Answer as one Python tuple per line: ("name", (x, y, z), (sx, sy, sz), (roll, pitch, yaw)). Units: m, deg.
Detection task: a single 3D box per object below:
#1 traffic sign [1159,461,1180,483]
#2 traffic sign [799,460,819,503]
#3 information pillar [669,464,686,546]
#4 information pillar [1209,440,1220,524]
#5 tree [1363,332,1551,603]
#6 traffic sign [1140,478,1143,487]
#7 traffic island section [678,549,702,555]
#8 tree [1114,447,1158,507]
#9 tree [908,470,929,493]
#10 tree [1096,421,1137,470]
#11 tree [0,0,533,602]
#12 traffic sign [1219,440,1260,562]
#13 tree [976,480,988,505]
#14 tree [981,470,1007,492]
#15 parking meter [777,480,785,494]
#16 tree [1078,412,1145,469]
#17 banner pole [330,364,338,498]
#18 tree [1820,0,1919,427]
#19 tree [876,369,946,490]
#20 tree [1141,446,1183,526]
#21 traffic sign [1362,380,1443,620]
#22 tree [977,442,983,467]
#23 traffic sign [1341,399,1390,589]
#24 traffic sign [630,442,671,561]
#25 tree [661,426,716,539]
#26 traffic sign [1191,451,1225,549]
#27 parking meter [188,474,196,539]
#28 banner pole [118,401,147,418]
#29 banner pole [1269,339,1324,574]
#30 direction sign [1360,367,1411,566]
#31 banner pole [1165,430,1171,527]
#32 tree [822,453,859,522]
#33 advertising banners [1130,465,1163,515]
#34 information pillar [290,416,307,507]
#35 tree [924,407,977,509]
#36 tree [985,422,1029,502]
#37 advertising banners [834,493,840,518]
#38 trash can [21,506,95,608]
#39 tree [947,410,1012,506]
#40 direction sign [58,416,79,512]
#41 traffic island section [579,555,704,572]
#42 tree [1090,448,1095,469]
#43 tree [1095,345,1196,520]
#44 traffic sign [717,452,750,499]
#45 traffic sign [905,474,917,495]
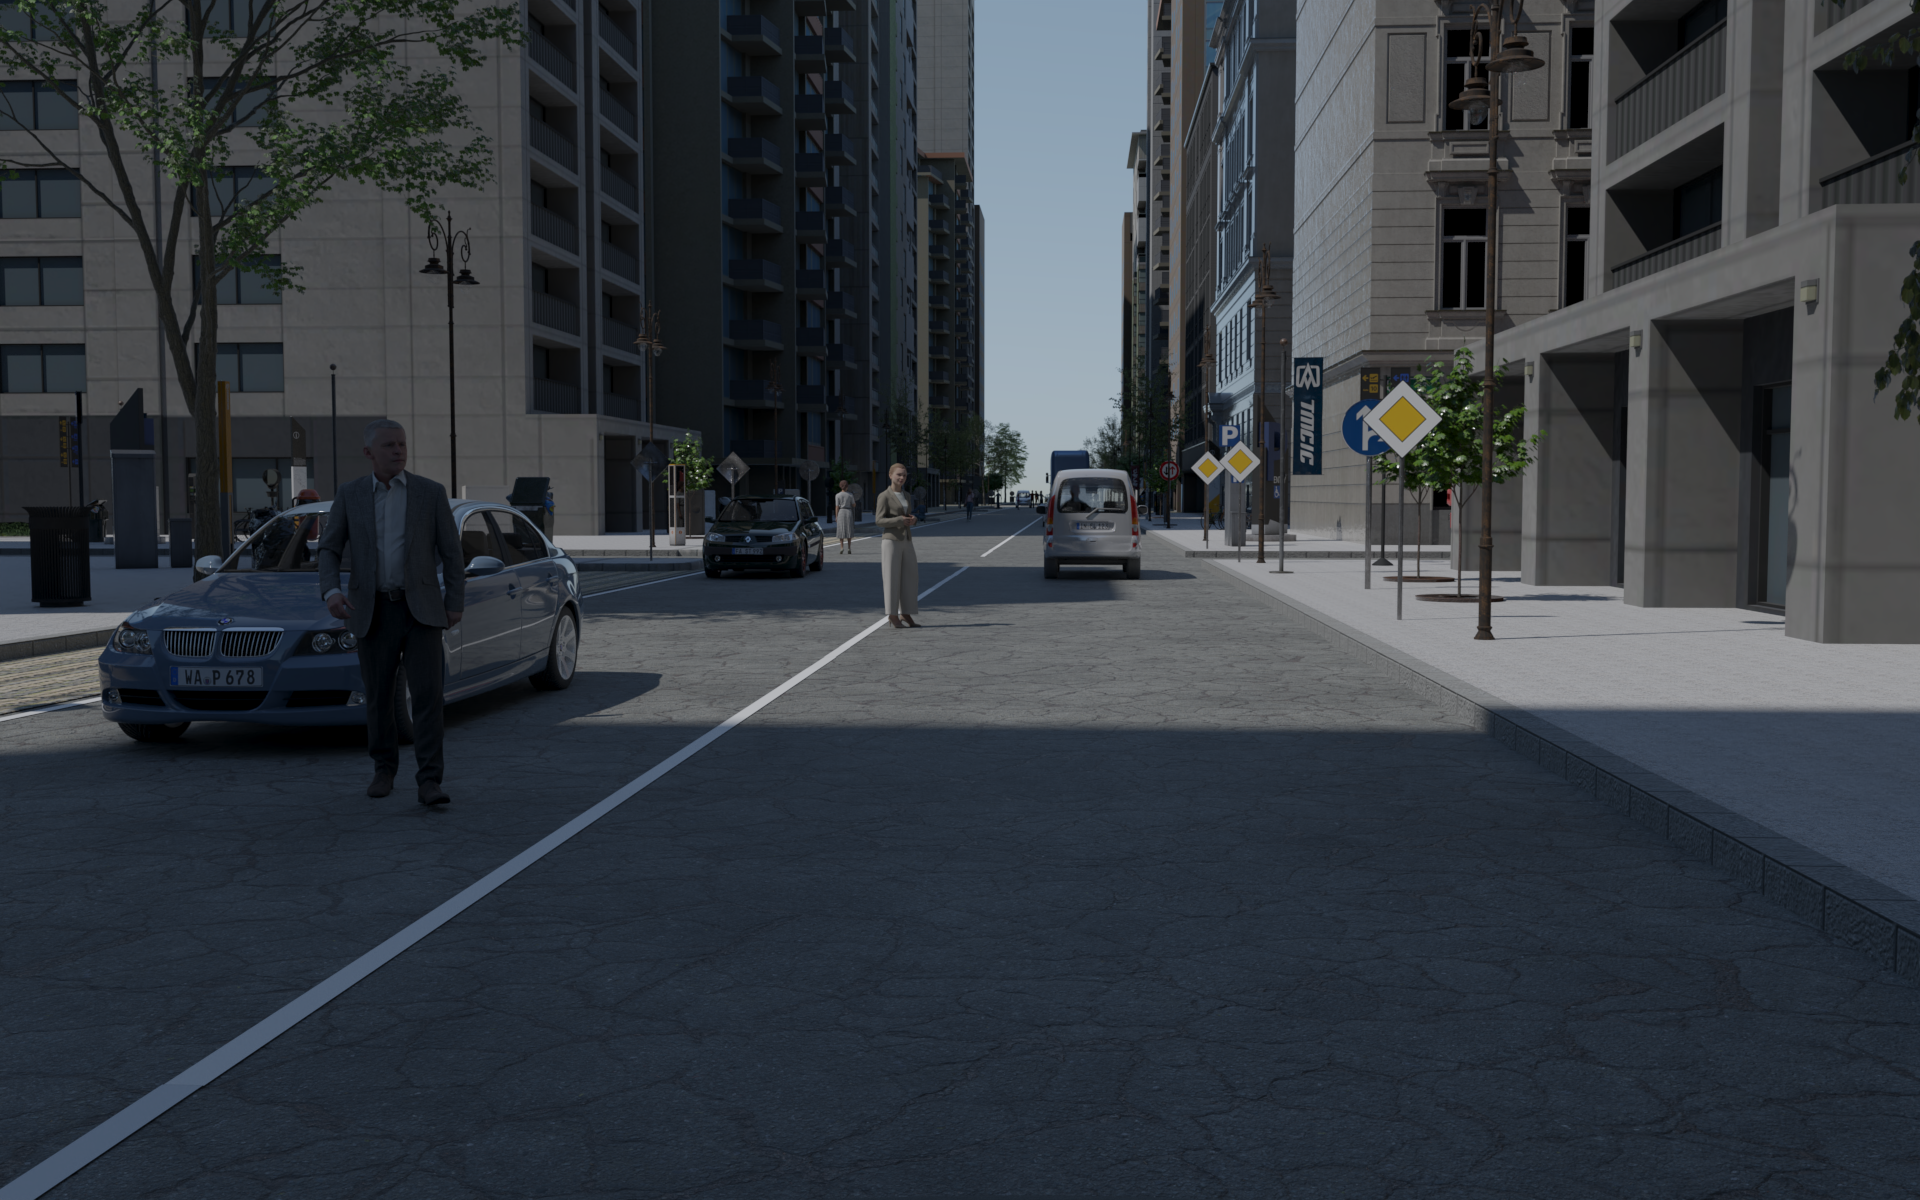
("traffic sign", (7.962, -4.021, 65.855), (0.768, 2.556, 0.104), (1, 4, 11))
("traffic sign", (-5.706, -4.004, 65.576), (0.768, 2.556, 0.104), (0, 4, 5))
("information pillar", (-6.999, -2.347, 42.863), (0.304, 2.012, 0.304), (-3, 5, -39))
("information pillar", (10.860, -5.062, 74.120), (0.504, 3.616, 0.183), (0, 4, -1))
("tree", (5.920, -1.599, 20.746), (1.663, 3.219, 1.824), (0, 3, 0))
("traffic sign", (11.301, -6.580, 109.705), (0.606, 2.300, 0.079), (1, 4, 13))
("traffic island section", (-5.417, -1.160, 41.243), (2.009, 0.180, 2.903), (0, 4, 4))
("tree", (12.212, -8.318, 119.713), (4.285, 4.588, 4.351), (0, 3, 0))
("tree", (-3.139, -7.958, 124.711), (1.663, 3.219, 1.824), (0, 3, 0))
("tree", (15.800, -13.491, 170.947), (4.360, 8.622, 3.978), (0, 3, 0))
("tree", (-9.136, -5.785, 20.345), (9.928, 11.665, 9.643), (0, 3, 0))
("traffic sign", (5.239, -1.762, 32.444), (0.795, 2.450, 0.064), (0, 4, 4))
("tree", (3.063, -13.385, 213.445), (1.663, 3.219, 1.824), (0, 3, 0))
("tree", (4.431, -14.885, 227.077), (4.285, 4.588, 4.351), (0, 3, 0))
("parking meter", (-7.243, -3.917, 69.755), (0.399, 1.863, 0.255), (0, 4, -4))
("tree", (17.192, -16.123, 198.022), (8.767, 10.594, 7.601), (0, 4, 5))
("banner pole", (-12.117, -2.664, 33.567), (0.401, 3.779, 0.863), (-1, 4, -22))
("tree", (4.460, -3.460, 6.940), (4.360, 8.622, 3.978), (0, 3, 0))
("tree", (-3.214, -9.267, 101.883), (4.360, 8.622, 3.978), (0, 3, 0))
("tree", (8.222, -4.648, 70.596), (1.663, 3.219, 1.824), (0, 3, 0))
("traffic sign", (4.474, -1.002, 17.571), (0.795, 2.450, 0.064), (1, 4, 9))
("tree", (-0.013, -12.746, 158.753), (4.737, 8.622, 4.395), (0, 3, 0))
("traffic sign", (5.499, -1.418, 23.285), (0.768, 2.556, 0.104), (1, 4, 8))
("traffic sign", (-5.929, -1.809, 33.212), (0.795, 2.450, 0.064), (0, 4, 4))
("tree", (-7.877, -3.367, 49.656), (1.663, 3.219, 1.824), (0, 3, 0))
("traffic sign", (5.774, -2.249, 40.411), (0.795, 2.450, 0.064), (0, 4, 4))
("parking meter", (-21.773, -2.663, 49.252), (0.255, 1.863, 0.399), (-1, 4, -21))
("banner pole", (-22.364, -3.474, 46.809), (0.863, 3.779, 0.401), (-2, 4, -30))
("banner pole", (5.436, -2.318, 27.923), (0.863, 3.779, 0.401), (1, 4, 13))
("direction sign", (7.586, -2.385, 30.986), (0.876, 3.537, 0.379), (0, 4, 4))
("banner pole", (8.026, -4.675, 66.455), (0.401, 3.779, 0.863), (0, 4, 2))
("tree", (-5.632, -5.236, 80.207), (1.663, 3.219, 1.824), (0, 3, 0))
("advertising banners", (11.389, -6.673, 105.293), (2.074, 3.025, 0.090), (1, 4, 10))
("information pillar", (-20.038, -3.738, 52.477), (0.183, 3.616, 0.504), (2, 4, 33))
("tree", (-1.325, -11.961, 145.930), (4.737, 8.622, 4.395), (0, 3, 0))
("tree", (7.277, -21.779, 274.210), (7.486, 12.596, 7.792), (0, 3, 0))
("advertising banners", (-6.518, -6.017, 94.572), (0.090, 3.025, 2.074), (1, 4, 13))
("trash can", (-10.266, -0.496, 19.761), (0.748, 1.137, 0.748), (0, 3, 0))
("tree", (2.440, -15.809, 192.896), (7.601, 10.594, 8.767), (1, 4, 21))
("direction sign", (-26.057, -3.589, 50.685), (0.379, 3.537, 0.876), (0, 4, 6))
("traffic island section", (-5.953, -0.672, 33.276), (2.009, 0.180, 2.903), (0, 4, 4))
("tree", (16.118, -14.140, 181.548), (4.737, 8.622, 4.395), (0, 3, 0))
("tree", (9.621, -8.336, 86.658), (4.737, 8.622, 4.395), (0, 3, 0))
("traffic sign", (-5.393, -2.296, 41.180), (0.795, 2.450, 0.064), (0, 4, 4))
("traffic sign", (-3.028, -6.537, 106.988), (0.768, 2.556, 0.104), (1, 4, 11))
